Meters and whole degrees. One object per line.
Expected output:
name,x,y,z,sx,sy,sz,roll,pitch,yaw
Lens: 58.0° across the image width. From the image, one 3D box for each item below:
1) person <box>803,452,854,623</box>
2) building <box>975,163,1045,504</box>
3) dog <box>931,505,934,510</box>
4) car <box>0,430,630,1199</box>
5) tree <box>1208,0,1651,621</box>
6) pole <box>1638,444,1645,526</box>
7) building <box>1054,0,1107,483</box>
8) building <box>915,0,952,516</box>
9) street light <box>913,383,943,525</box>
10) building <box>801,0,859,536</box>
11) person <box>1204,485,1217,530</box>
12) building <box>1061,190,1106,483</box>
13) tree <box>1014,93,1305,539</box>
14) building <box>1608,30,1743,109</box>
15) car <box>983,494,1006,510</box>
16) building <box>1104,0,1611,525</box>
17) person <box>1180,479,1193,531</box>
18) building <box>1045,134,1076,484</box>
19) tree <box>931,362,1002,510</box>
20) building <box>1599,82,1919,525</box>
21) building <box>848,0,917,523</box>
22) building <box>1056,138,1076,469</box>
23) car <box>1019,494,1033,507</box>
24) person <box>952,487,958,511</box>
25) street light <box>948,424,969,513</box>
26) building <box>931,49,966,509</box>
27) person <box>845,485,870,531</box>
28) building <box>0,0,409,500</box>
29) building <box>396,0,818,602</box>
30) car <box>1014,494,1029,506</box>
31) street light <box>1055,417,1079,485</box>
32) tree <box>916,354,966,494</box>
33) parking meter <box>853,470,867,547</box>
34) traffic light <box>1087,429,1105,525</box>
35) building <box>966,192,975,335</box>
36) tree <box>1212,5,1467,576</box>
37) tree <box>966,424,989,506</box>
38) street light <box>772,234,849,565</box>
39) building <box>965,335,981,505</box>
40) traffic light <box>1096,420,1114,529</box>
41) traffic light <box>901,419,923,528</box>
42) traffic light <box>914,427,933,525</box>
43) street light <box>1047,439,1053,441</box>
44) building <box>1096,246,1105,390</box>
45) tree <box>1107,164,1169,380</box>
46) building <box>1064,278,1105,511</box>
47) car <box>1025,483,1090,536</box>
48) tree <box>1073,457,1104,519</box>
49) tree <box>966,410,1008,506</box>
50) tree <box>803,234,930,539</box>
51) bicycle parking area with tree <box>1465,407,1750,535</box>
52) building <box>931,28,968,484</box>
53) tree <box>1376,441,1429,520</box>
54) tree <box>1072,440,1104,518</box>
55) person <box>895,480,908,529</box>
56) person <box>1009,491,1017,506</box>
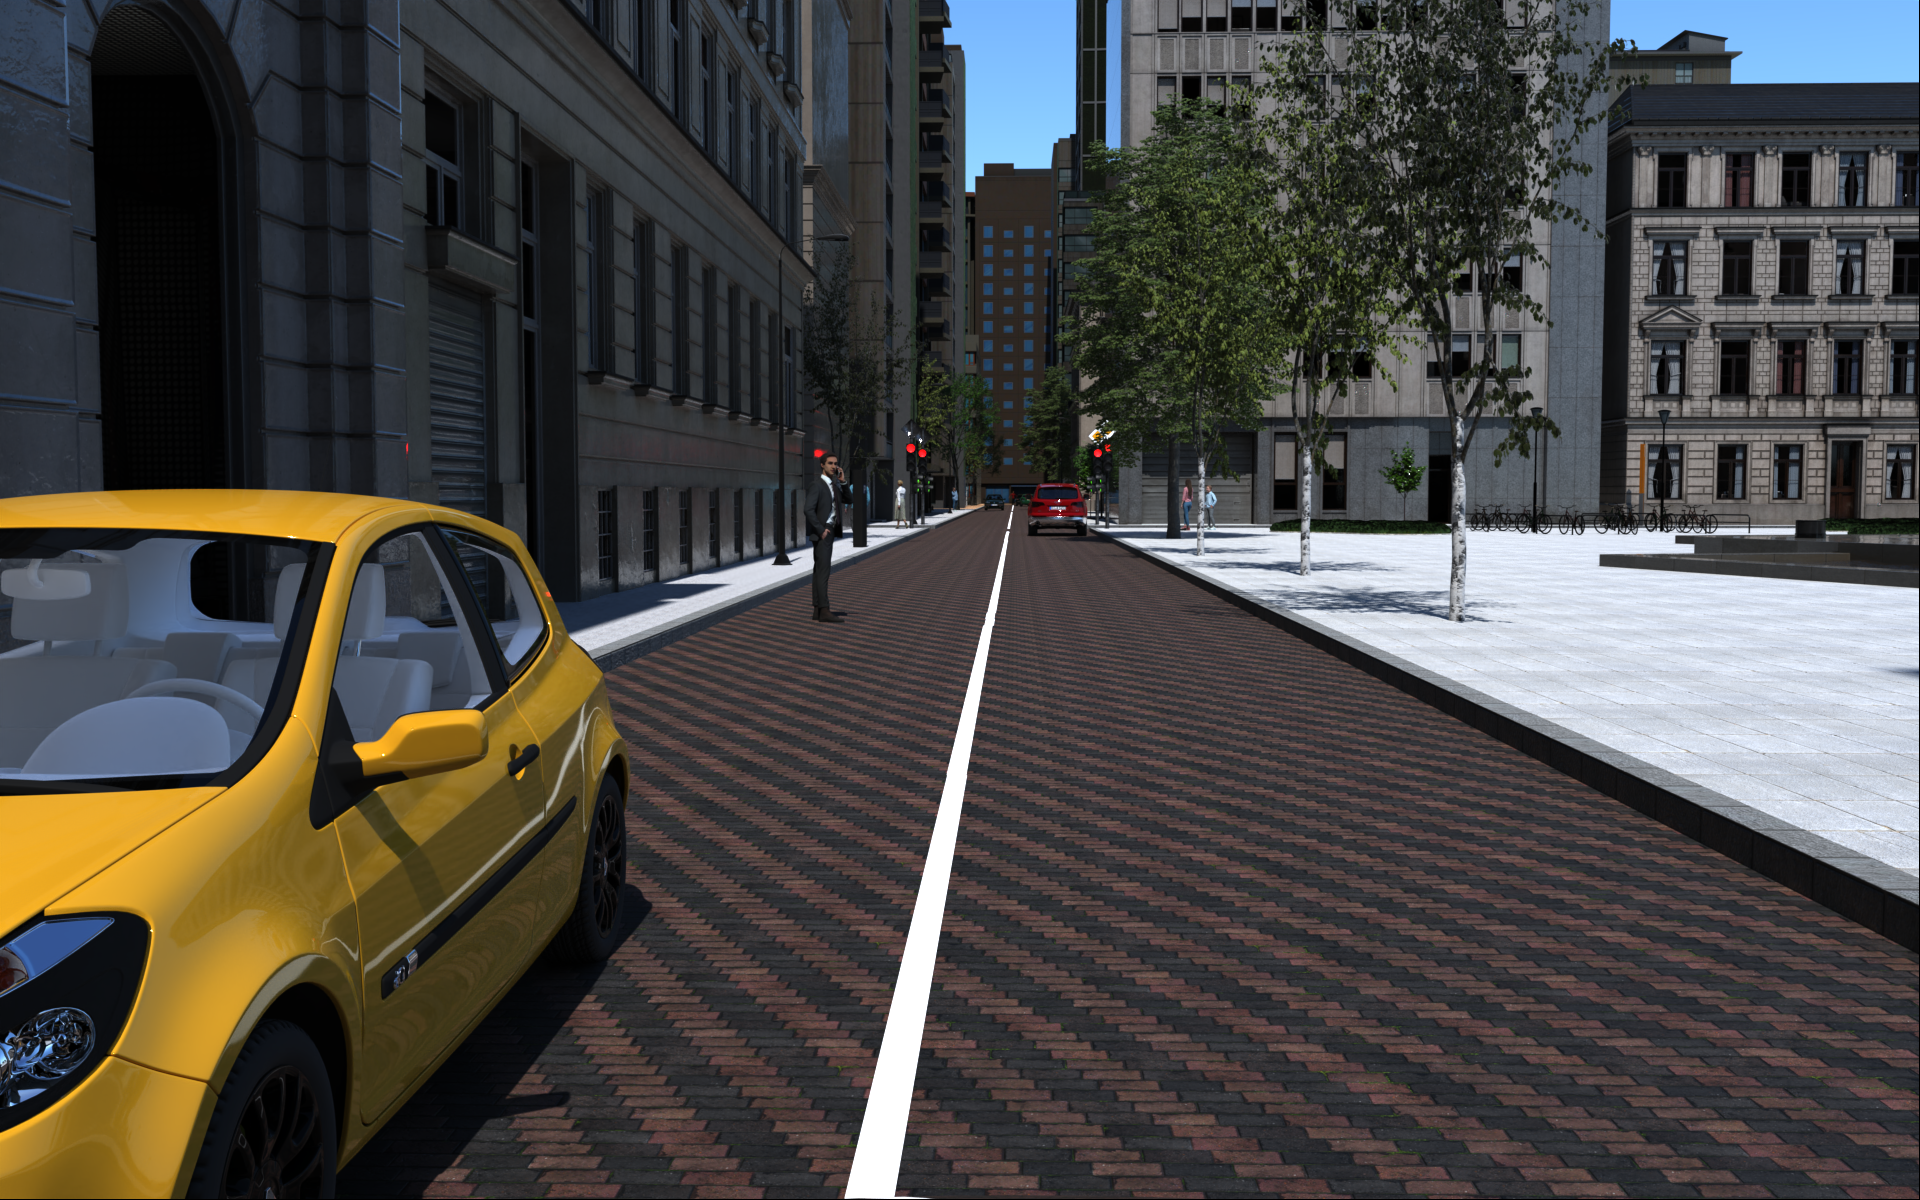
person,-1.469,-0.717,19.590,0.474,1.900,0.648,1,4,11
building,9.334,-35.909,237.220,14.200,45.320,14.600,0,4,2
dog,-2.295,-7.191,135.309,0.748,0.427,0.550,-2,4,-25
car,-1.925,0.383,3.959,2.015,1.641,3.980,0,4,0
tree,4.841,-4.086,17.173,4.360,8.622,3.978,0,3,0
pole,27.814,-4.697,70.636,0.158,3.312,0.155,0,3,0
building,20.593,-45.568,183.291,20.563,71.187,20.611,0,4,2
building,-11.862,-27.893,110.672,22.147,44.769,28.867,0,4,2
street light,-1.398,-6.133,72.819,1.470,5.913,1.316,0,4,2
building,-16.322,-15.962,58.245,25.104,27.353,12.463,0,4,2
person,8.977,-3.331,62.309,0.330,1.601,0.589,-1,4,-22
building,16.783,-24.170,166.874,14.160,30.474,14.107,0,4,2
tree,6.428,-8.024,49.316,7.486,12.596,7.792,0,3,0
building,72.728,-37.754,206.517,27.495,52.752,28.713,0,4,2
car,3.035,-8.760,153.013,2.009,1.686,4.222,0,4,1
building,16.758,-15.863,77.381,19.932,24.808,12.078,0,4,2
person,7.988,-3.353,60.878,0.388,1.821,0.555,3,4,39
building,18.351,-34.590,215.656,14.600,45.320,14.200,0,4,2
tree,-0.358,-12.967,137.765,9.928,11.665,9.643,0,3,0
building,36.764,-12.916,75.798,19.286,19.102,10.561,0,4,2
building,-9.371,-24.171,78.798,14.154,41.232,14.086,0,4,2
building,18.251,-31.686,201.660,14.154,41.232,14.086,0,4,2
car,7.826,-11.481,199.507,2.131,1.459,4.920,0,4,1
person,-0.392,-7.443,128.004,0.793,1.790,0.793,0,4,6
street light,-0.115,-8.689,114.602,1.470,5.913,1.316,0,4,2
building,-6.717,-28.848,155.252,14.154,41.232,14.086,0,4,2
person,-2.687,-2.425,45.711,0.660,1.820,0.620,-1,4,-23
building,-10.274,-9.724,0.791,13.314,21.916,24.055,0,4,2
building,-11.516,-11.912,28.046,16.112,22.955,30.059,0,4,2
car,7.519,-12.088,207.417,2.009,1.686,4.222,0,3,0
street light,6.635,-8.105,105.054,1.470,5.913,1.316,0,4,2
tree,-2.198,-8.548,90.123,4.737,8.622,4.395,0,3,0
parking meter,-2.416,-2.207,41.801,0.255,1.863,0.399,1,4,14
traffic light,5.720,-5.101,72.327,0.839,4.253,0.868,0,4,2
building,-12.038,-35.963,242.618,28.867,44.769,22.147,0,4,2
tree,5.684,-4.691,27.064,4.737,8.622,4.395,0,3,0
tree,0.802,-14.157,181.823,4.737,8.622,4.395,0,3,0
street light,-2.676,-3.582,31.107,1.470,5.913,1.316,0,4,2
building,-12.135,-22.420,211.602,28.899,21.520,27.650,0,4,2
traffic light,5.464,-4.613,64.346,0.839,4.253,0.868,0,4,2
traffic light,-1.794,-4.626,64.562,0.839,4.253,0.868,0,4,2
traffic light,-1.538,-5.115,72.543,0.839,4.253,0.868,0,4,2
street light,8.085,-10.660,146.832,1.470,5.913,1.316,0,4,2
building,15.885,-17.810,110.277,14.460,24.649,34.723,0,4,2
tree,5.238,-5.219,35.692,4.737,8.622,4.395,0,3,0
building,13.741,-16.688,137.483,10.561,19.102,19.286,0,4,2
car,3.420,-3.188,60.789,2.281,1.827,5.304,0,4,3
tree,6.569,-5.752,88.646,1.663,3.219,1.824,0,3,0
tree,1.662,-15.759,192.065,7.601,10.594,8.767,1,4,17
tree,-3.295,-6.044,49.184,4.360,8.622,3.978,0,3,0
bicycle parking area with tree,21.509,-4.366,58.392,8.231,4.147,9.016,0,4,-6
building,-6.554,-31.844,170.761,14.600,45.320,14.200,0,4,2
tree,16.195,-4.165,62.691,1.663,3.219,1.824,0,3,0
tree,7.594,-6.611,91.800,4.285,4.588,4.351,0,3,0
person,-2.145,-3.516,63.753,0.478,1.798,0.641,-3,4,-38
person,6.636,-12.662,215.466,1.348,1.831,0.705,-1,4,-22
